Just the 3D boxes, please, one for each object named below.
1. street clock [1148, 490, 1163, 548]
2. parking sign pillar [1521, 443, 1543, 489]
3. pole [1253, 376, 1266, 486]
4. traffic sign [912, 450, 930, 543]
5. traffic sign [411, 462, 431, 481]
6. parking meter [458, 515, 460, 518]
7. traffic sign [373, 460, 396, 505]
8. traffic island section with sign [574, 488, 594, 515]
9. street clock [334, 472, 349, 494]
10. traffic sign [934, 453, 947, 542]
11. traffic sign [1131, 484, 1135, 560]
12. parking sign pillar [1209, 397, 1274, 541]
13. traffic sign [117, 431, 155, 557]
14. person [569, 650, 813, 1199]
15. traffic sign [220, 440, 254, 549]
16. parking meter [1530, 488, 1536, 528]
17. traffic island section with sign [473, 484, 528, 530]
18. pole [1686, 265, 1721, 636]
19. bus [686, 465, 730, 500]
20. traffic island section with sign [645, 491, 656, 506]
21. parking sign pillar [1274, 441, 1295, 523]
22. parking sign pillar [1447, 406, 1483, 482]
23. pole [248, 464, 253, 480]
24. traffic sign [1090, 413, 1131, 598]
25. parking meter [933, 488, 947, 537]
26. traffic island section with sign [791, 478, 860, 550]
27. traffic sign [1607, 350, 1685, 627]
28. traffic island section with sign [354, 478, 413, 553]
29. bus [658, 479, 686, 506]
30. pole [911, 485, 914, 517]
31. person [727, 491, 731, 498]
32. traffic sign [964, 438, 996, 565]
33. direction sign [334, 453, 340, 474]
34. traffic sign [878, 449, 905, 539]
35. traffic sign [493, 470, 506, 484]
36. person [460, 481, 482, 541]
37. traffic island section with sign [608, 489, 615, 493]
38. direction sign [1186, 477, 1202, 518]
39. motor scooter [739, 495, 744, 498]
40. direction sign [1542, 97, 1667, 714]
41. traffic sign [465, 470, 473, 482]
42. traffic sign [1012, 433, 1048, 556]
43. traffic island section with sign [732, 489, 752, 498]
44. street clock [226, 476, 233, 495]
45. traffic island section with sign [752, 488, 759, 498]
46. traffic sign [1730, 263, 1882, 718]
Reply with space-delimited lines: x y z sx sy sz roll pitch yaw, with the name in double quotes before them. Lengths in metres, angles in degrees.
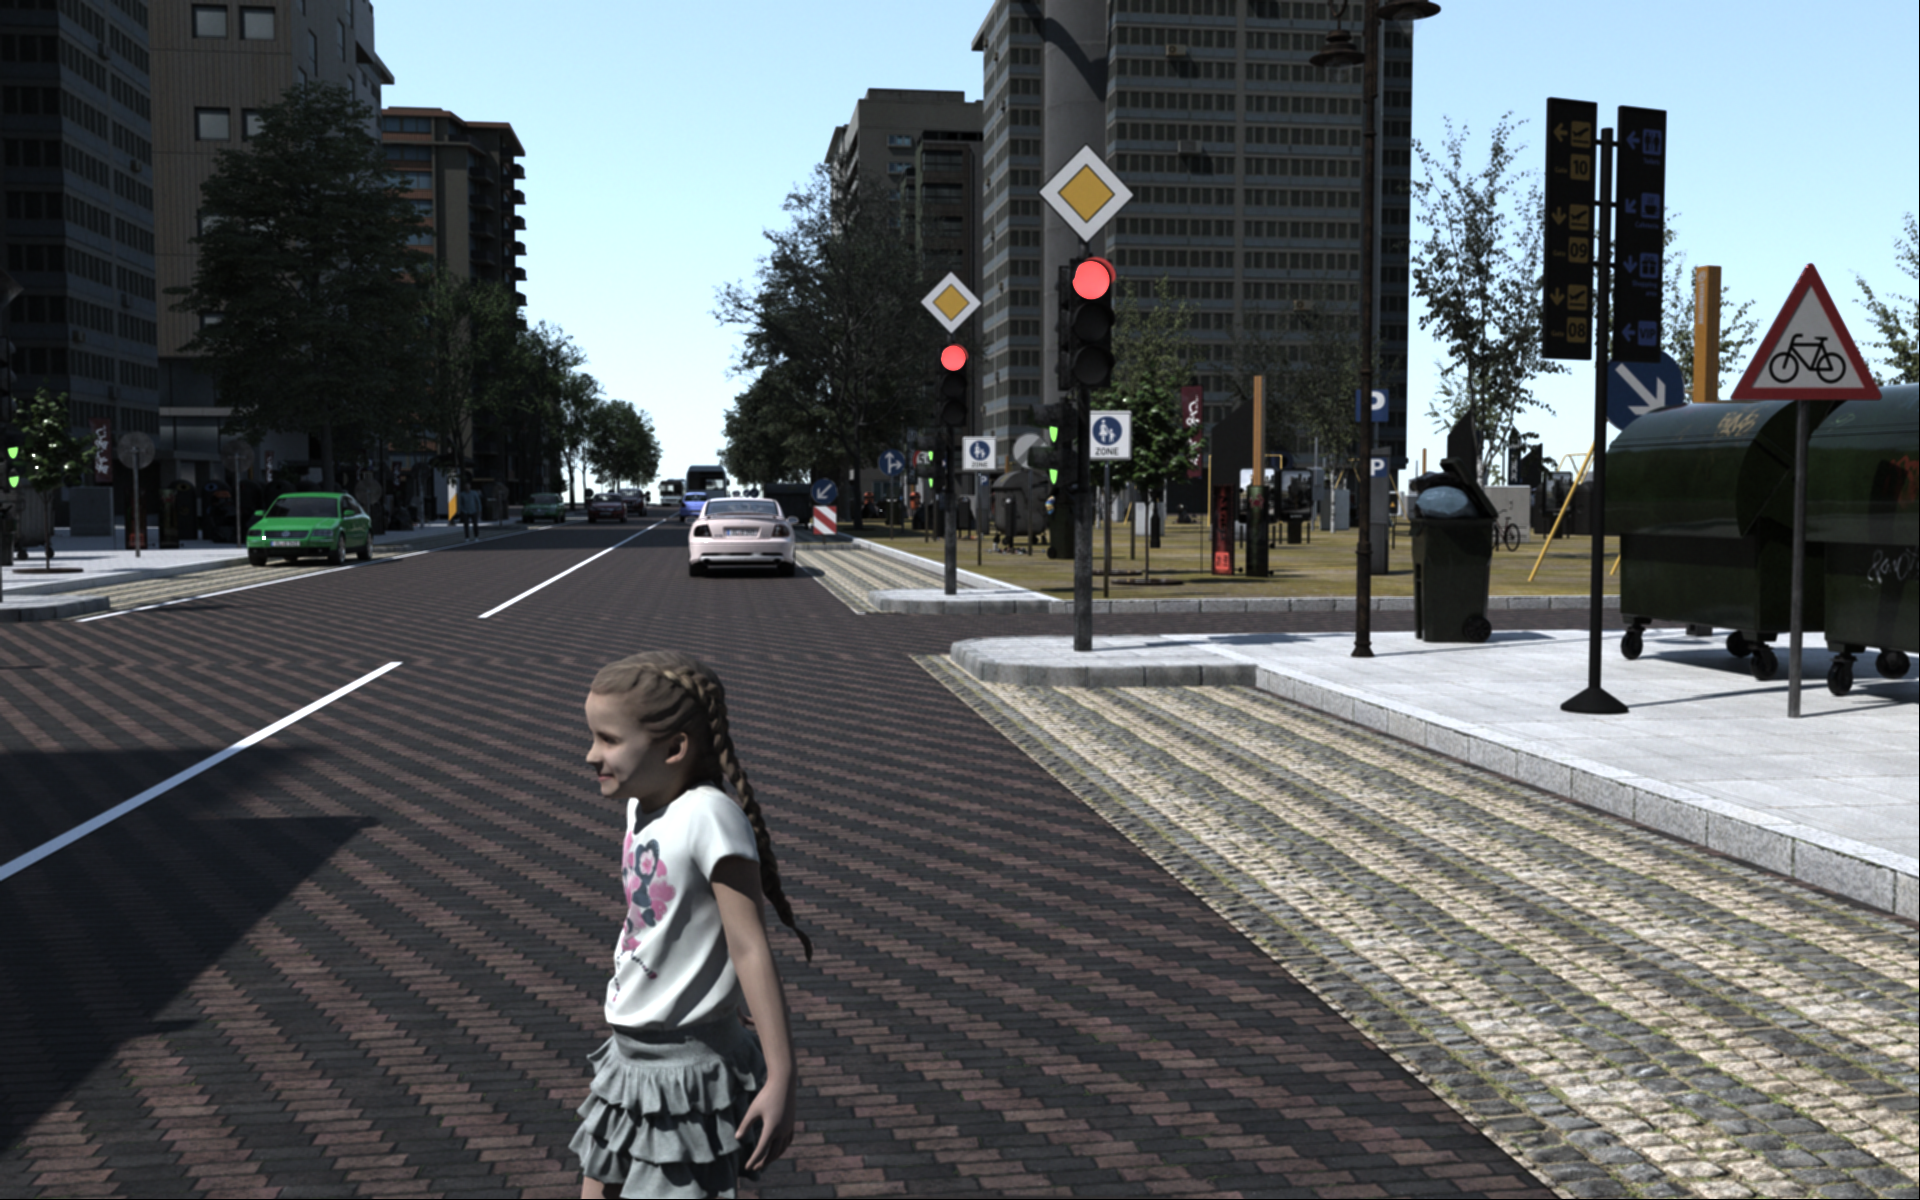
"street clock" 4.643 -2.237 41.142 0.358 2.002 0.471 2 4 30
"parking sign pillar" 29.940 -6.274 91.050 1.447 3.967 1.447 -1 4 -23
"pole" 5.172 -2.209 29.962 0.158 3.312 0.155 0 3 0
"traffic sign" -0.881 -2.793 45.772 0.768 2.556 0.104 0 4 -6
"traffic sign" -21.411 -4.202 68.800 0.768 2.556 0.104 0 4 -7
"parking meter" -27.303 -5.223 93.812 0.372 1.533 0.369 0 3 0
"traffic sign" -22.092 -4.066 66.483 0.884 2.594 0.081 0 4 -6
"traffic island section with sign" -25.534 -6.775 119.406 1.989 1.847 2.006 0 4 -8
"street clock" -20.143 -3.170 56.393 0.358 2.002 0.471 2 4 28
"traffic sign" -0.674 -2.854 46.774 0.768 2.556 0.104 0 4 -1
"traffic sign" 3.374 -2.057 33.744 0.768 2.556 0.104 0 4 -4
"parking sign pillar" 7.580 -3.616 47.587 1.447 3.967 1.447 2 4 30
"traffic sign" -16.693 -2.140 35.090 0.768 2.556 0.104 0 4 -1
"person" -0.341 0.675 2.485 0.382 1.210 0.505 -3 4 -38
"traffic sign" -16.964 -2.482 40.679 0.768 2.556 0.104 0 4 -8
"parking meter" 21.793 -3.499 65.624 0.372 1.533 0.369 0 3 0
"traffic island section with sign" -18.403 -3.719 69.436 1.989 1.847 2.006 0 4 -8
"pole" 6.706 -1.331 15.612 0.158 3.312 0.155 0 3 0
"bus" -17.084 -7.488 117.281 2.948 3.499 13.247 0 4 -8
"traffic island section with sign" -40.983 -13.415 227.960 1.989 1.847 2.006 0 4 -8
"parking sign pillar" 14.522 -5.495 78.321 1.447 3.967 1.447 -2 4 -29
"parking sign pillar" 15.596 -3.980 53.551 1.447 3.967 1.447 -1 4 -18
"pole" -32.329 -5.206 78.958 0.158 3.312 0.155 0 3 0
"traffic sign" 1.811 -1.179 21.400 0.606 2.300 0.079 0 4 1
"parking meter" -0.625 -2.627 51.366 0.372 1.533 0.369 0 3 0
"traffic island section with sign" -3.654 -2.207 44.713 1.989 1.847 2.006 0 4 -8
"traffic sign" 5.845 -0.909 14.962 0.768 2.556 0.104 0 4 -2
"traffic island section with sign" -14.581 -2.077 42.588 1.989 1.847 2.006 0 4 -8
"bus" -34.008 -12.904 205.842 2.948 3.499 13.247 0 4 -6
"pole" -2.664 -6.313 97.066 0.158 3.312 0.155 0 3 0
"person" -27.305 -11.978 204.328 0.705 1.826 1.348 -2 4 -32
"traffic sign" 0.351 -1.769 31.056 0.606 2.300 0.079 0 4 -4
"direction sign" -32.166 -5.961 89.456 0.379 3.537 0.876 0 4 -3
"traffic sign" -1.927 -2.985 48.904 0.768 2.556 0.104 0 4 -5
"traffic sign" -24.980 -5.754 94.089 0.884 2.594 0.081 0 4 -6
"person" -14.775 -2.679 52.315 0.660 1.820 0.620 0 4 -8
"traffic island section with sign" -29.331 -8.408 146.093 1.989 1.847 2.006 0 4 -8
"direction sign" 12.825 -6.289 94.827 0.876 3.537 0.379 1 4 14
"motor scooter" -27.422 -12.499 217.132 0.815 1.314 1.986 -1 4 -10
"direction sign" 3.759 -1.111 10.158 0.876 3.537 0.379 -2 4 -23
"traffic sign" -26.501 -5.672 92.843 0.768 2.556 0.104 0 4 -1
"traffic sign" 1.460 -2.196 36.006 0.768 2.556 0.104 0 4 0
"traffic island section with sign" -18.202 -8.461 146.964 1.989 1.847 2.006 0 4 -8
"street clock" -29.436 -3.990 69.808 0.358 2.002 0.471 -2 4 -27
"traffic island section with sign" -7.455 -3.839 71.400 1.989 1.847 2.006 0 4 -8
"traffic sign" 4.787 -0.603 9.865 0.884 2.594 0.081 0 4 -5
